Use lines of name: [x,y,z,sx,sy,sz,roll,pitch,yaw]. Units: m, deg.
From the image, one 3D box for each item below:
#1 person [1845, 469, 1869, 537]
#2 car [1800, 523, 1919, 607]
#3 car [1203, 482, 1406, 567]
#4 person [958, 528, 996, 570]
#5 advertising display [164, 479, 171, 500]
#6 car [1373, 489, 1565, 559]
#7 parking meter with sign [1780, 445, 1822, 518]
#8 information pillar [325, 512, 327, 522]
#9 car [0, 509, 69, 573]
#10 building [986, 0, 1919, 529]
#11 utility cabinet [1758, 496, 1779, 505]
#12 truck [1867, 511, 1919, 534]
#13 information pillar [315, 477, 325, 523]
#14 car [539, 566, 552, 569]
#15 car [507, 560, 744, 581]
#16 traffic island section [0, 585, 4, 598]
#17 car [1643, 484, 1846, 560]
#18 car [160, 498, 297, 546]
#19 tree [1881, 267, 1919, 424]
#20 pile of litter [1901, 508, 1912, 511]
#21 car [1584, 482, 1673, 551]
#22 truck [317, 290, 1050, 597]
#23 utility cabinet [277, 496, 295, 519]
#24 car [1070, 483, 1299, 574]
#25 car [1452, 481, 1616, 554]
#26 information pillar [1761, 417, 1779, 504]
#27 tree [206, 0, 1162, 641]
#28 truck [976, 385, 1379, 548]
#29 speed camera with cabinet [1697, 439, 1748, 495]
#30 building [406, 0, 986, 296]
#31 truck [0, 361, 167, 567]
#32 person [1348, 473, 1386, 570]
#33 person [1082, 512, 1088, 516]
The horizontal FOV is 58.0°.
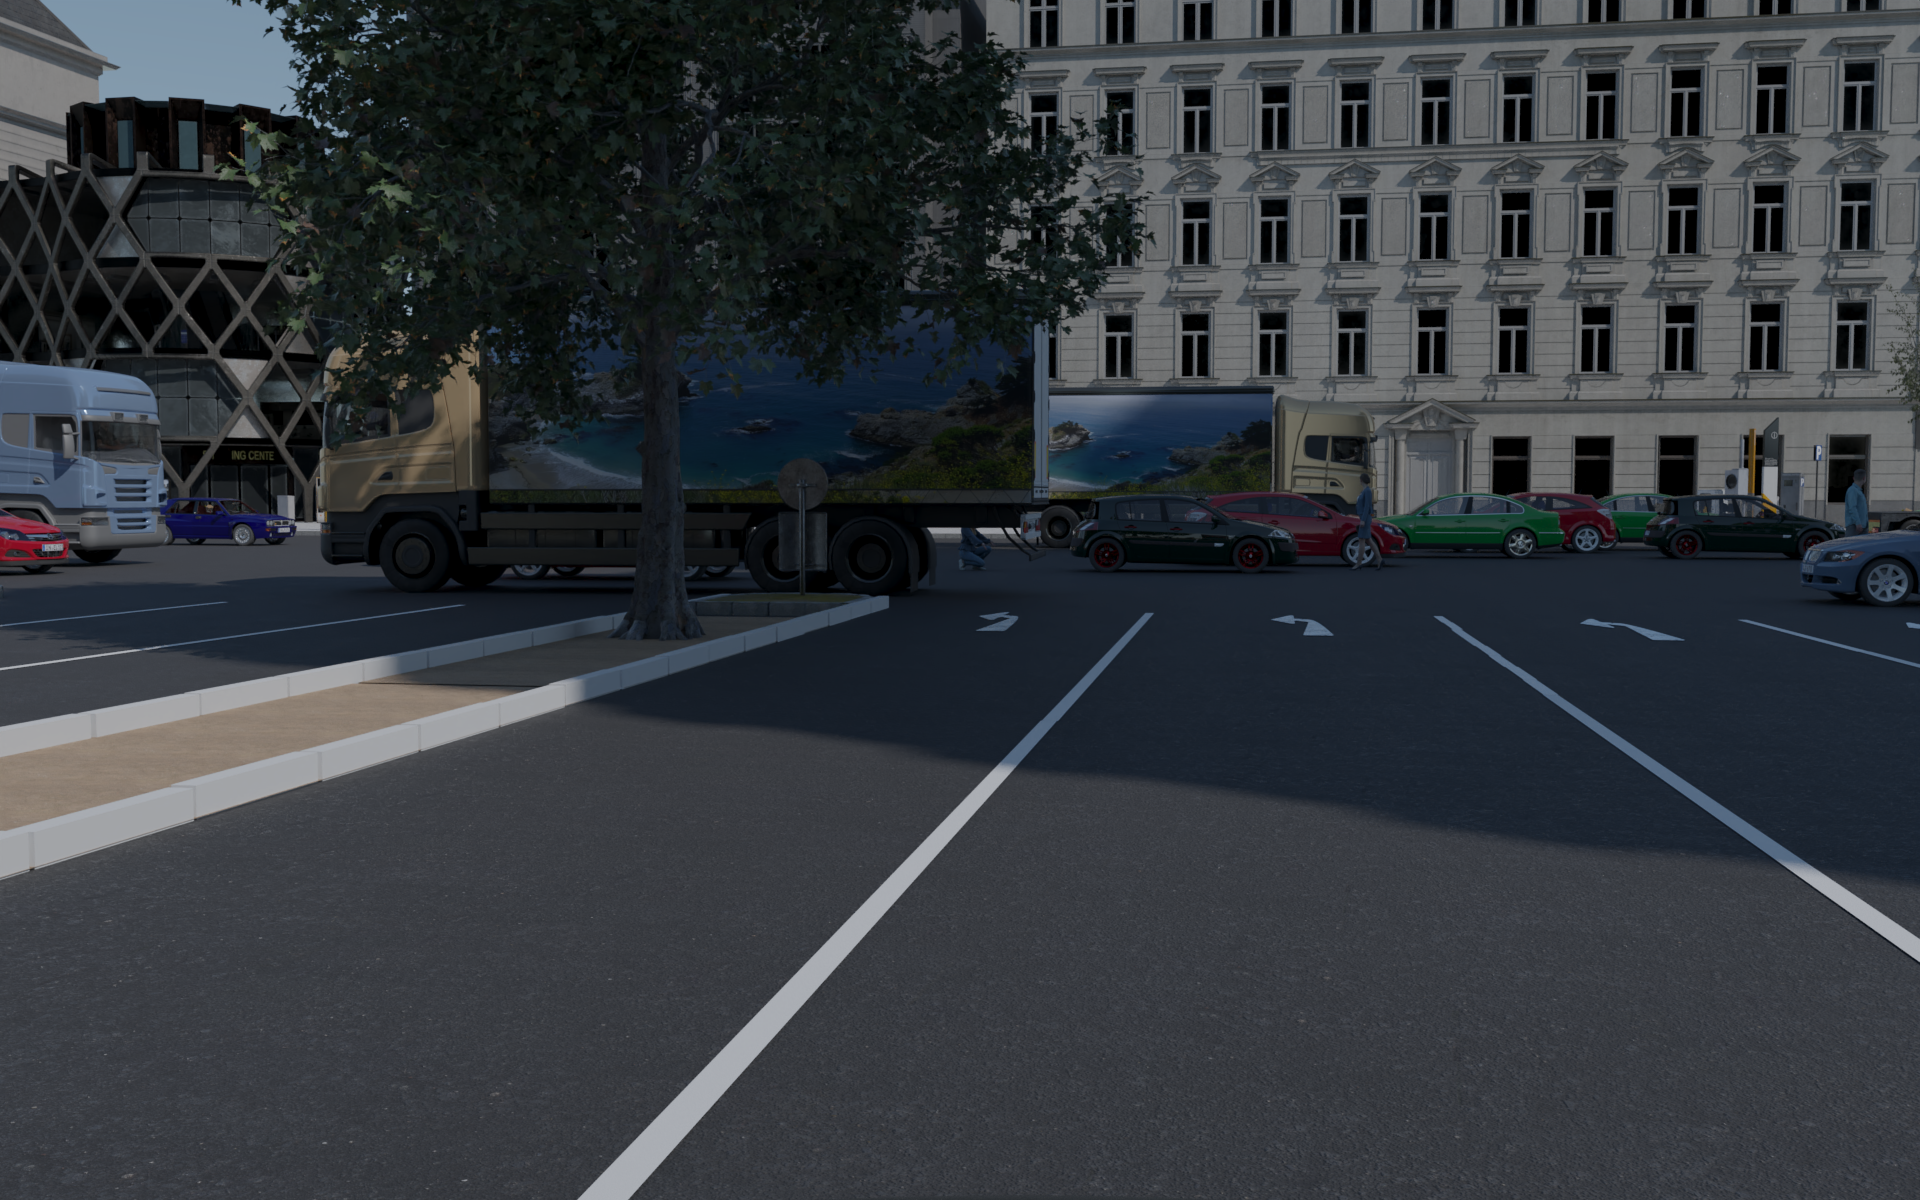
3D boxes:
person: [14.735,-1.237,28.594,0.638,1.841,0.748,-3,5,-39]
car: [13.394,-0.642,22.492,4.499,1.417,2.014,1,4,11]
car: [6.683,-1.580,34.877,4.494,1.783,2.155,1,4,9]
person: [0.361,-1.142,32.675,0.738,1.151,1.012,2,4,24]
advertising display: [-33.830,-4.164,73.294,0.974,1.923,0.123,1,4,15]
car: [11.219,-1.865,39.283,4.718,1.807,1.959,1,4,12]
parking meter with sign: [29.906,-4.034,62.222,0.543,3.016,1.738,-3,5,-44]
information pillar: [-22.400,-4.299,61.645,0.183,3.616,0.504,3,5,43]
car: [-18.301,-1.350,31.105,4.494,1.783,2.155,1,4,9]
building: [23.486,-18.145,73.092,44.131,29.872,17.030,1,4,10]
utility cabinet: [27.198,-2.889,58.398,1.020,1.237,0.306,-2,4,-35]
truck: [33.899,-3.409,45.494,18.799,4.110,2.967,1,4,10]
information pillar: [-28.163,-4.386,76.209,0.304,2.012,0.304,-2,4,-28]
car: [-9.101,-1.543,34.273,4.494,1.783,2.155,1,4,8]
car: [-5.769,-1.250,29.483,4.494,1.783,2.155,1,4,11]
traffic island section: [-14.332,-0.055,23.178,2.009,0.180,2.903,1,4,10]
car: [17.414,-1.750,38.396,4.222,1.686,2.009,1,4,12]
car: [-20.796,-2.213,48.763,3.894,1.354,1.945,1,4,11]
tree: [31.581,-6.441,55.677,4.360,8.622,3.978,0,3,0]
pile of litter: [29.204,-2.396,53.144,1.719,0.858,1.176,1,4,14]
car: [17.760,-2.173,44.328,4.718,1.807,1.959,1,4,10]
truck: [-4.369,-2.245,25.618,11.283,4.237,2.839,0,4,8]
utility cabinet: [-27.970,-3.715,71.902,0.306,1.237,1.020,-3,5,-45]
car: [4.156,-1.366,32.123,4.222,1.686,2.009,1,4,9]
car: [13.783,-2.060,42.716,4.494,1.783,2.155,0,4,8]
information pillar: [24.673,-3.755,52.743,0.504,3.616,0.183,-1,4,-12]
tree: [-2.964,-5.969,17.054,9.611,12.733,9.660,0,3,0]
truck: [6.019,-3.505,46.224,11.283,4.237,2.839,1,4,8]
speed camera with cabinet: [27.909,-4.220,63.337,0.660,3.252,2.038,-1,4,-19]
building: [-10.776,-17.343,77.071,24.014,27.812,14.314,1,4,10]
truck: [-25.081,-2.831,36.047,18.799,4.110,2.967,1,4,10]
person: [7.634,-1.463,32.446,0.654,1.822,0.581,2,4,27]
person: [3.577,-2.257,49.654,0.306,1.304,0.590,2,4,28]
